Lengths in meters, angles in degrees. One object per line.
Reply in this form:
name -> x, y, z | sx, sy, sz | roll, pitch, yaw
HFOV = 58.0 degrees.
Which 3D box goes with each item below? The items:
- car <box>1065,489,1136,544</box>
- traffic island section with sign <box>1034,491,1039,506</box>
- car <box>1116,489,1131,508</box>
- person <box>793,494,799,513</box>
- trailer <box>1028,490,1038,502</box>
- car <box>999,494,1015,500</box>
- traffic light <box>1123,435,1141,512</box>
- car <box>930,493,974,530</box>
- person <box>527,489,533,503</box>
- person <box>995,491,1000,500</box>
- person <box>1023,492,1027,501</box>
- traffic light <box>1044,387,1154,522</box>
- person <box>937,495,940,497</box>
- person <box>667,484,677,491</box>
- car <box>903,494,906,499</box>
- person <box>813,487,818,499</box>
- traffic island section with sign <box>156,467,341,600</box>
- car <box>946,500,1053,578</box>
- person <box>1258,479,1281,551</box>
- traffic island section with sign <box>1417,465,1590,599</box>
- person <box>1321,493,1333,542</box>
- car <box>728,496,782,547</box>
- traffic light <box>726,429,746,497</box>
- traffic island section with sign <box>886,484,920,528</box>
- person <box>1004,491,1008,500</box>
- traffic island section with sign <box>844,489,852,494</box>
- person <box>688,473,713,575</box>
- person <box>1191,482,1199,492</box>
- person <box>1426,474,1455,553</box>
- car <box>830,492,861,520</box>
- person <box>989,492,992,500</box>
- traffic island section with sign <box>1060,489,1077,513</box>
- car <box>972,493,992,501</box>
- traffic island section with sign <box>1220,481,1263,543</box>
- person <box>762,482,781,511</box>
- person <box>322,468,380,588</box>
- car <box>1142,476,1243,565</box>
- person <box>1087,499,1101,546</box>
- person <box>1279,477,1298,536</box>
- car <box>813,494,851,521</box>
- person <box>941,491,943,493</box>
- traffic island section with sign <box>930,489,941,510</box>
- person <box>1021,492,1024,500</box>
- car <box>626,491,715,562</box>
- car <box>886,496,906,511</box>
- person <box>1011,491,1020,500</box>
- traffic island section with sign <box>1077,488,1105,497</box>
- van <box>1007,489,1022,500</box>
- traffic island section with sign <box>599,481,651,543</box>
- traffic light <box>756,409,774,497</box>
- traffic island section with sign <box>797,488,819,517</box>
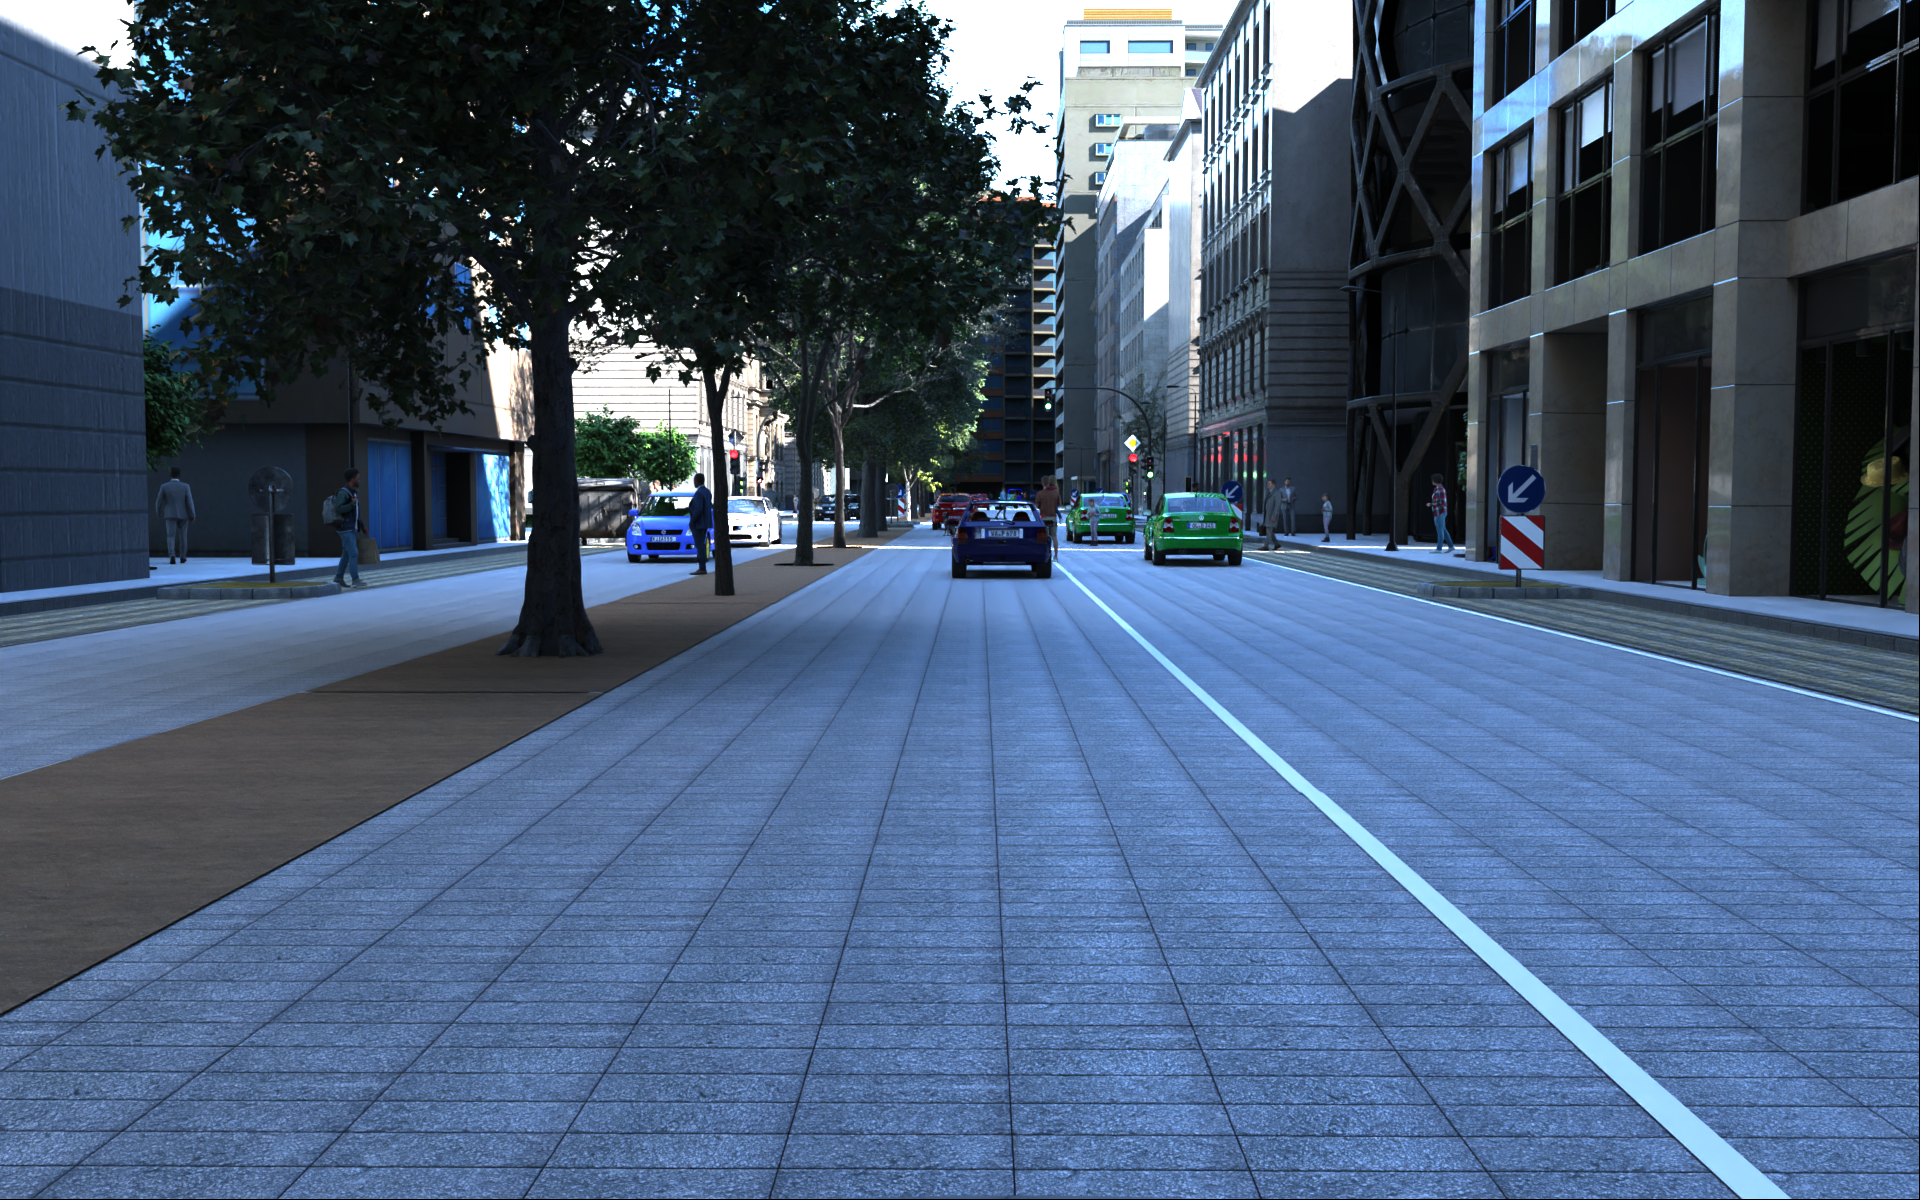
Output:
car -> 4.143, -2.610, 51.476 | 1.959, 1.807, 4.718 | 0, 4, -1
traffic island section with sign -> 9.583, -12.376, 210.982 | 1.989, 1.847, 2.006 | 0, 4, 1
car -> 8.107, -4.965, 90.769 | 1.945, 1.707, 3.694 | 0, 4, 1
person -> -10.962, -6.434, 115.518 | 0.425, 1.301, 0.394 | 1, 4, 18
trailer -> 9.456, -13.174, 222.448 | 1.471, 1.999, 3.904 | 0, 4, 1
car -> 4.914, -10.258, 176.517 | 1.959, 1.807, 4.718 | 0, 4, -1
traffic light -> 8.142, -5.688, 81.923 | 0.839, 4.253, 0.868 | 0, 4, 1
car -> -0.169, -3.786, 70.934 | 2.155, 1.783, 4.494 | 0, 4, 2
person -> -15.148, -3.449, 62.421 | 0.713, 1.824, 0.794 | 2, 4, 29
person -> 5.212, -13.459, 228.691 | 1.348, 1.807, 0.705 | 2, 4, 27
person -> 6.466, -9.847, 170.961 | 0.593, 1.643, 0.415 | 3, 5, 41
traffic light -> 5.963, -6.064, 73.820 | 4.771, 5.953, 1.251 | 0, 4, 1
person -> -2.399, -11.475, 197.049 | 0.756, 1.711, 0.436 | -3, 5, -44
person -> -13.482, -4.599, 81.418 | 0.511, 1.800, 0.466 | -3, 5, -40
car -> -5.045, -9.305, 160.940 | 1.959, 1.807, 4.718 | 0, 3, 0
person -> -10.939, -7.633, 130.937 | 0.391, 1.810, 0.635 | -3, 5, -43
traffic island section with sign -> -9.861, -0.960, 24.319 | 1.989, 1.847, 2.006 | 0, 4, 1
car -> 0.717, -1.121, 30.903 | 1.945, 1.354, 3.894 | 0, 4, 0
person -> 7.830, -2.152, 43.784 | 0.767, 1.812, 0.694 | -1, 4, -17
traffic island section with sign -> 7.568, -0.967, 24.435 | 1.989, 1.847, 2.006 | 0, 4, 1
person -> 9.793, -2.202, 46.320 | 0.394, 1.301, 0.425 | -2, 4, -31
car -> -6.049, -2.192, 48.197 | 2.083, 1.381, 4.827 | 0, 4, 0
traffic light -> -9.605, -5.211, 74.113 | 0.839, 4.253, 0.868 | 0, 4, 1
traffic island section with sign -> -2.903, -4.506, 81.817 | 2.006, 1.907, 1.989 | 0, 4, 1
person -> 4.266, -9.377, 162.725 | 0.541, 1.710, 0.530 | -3, 5, -39
traffic island section with sign -> -8.673, -7.673, 134.084 | 1.989, 1.847, 2.006 | 0, 4, 1
person -> -4.602, -1.350, 30.756 | 0.419, 1.800, 0.721 | 0, 4, 3
person -> 7.888, -3.032, 58.062 | 0.794, 1.824, 0.713 | -3, 5, -43
person -> 10.407, -1.870, 37.451 | 0.643, 1.720, 0.563 | 1, 4, 12
car -> -6.312, -5.356, 97.355 | 2.009, 1.686, 4.222 | 0, 4, 3
person -> 3.904, -13.335, 227.249 | 0.721, 1.735, 1.217 | -2, 4, -33
traffic island section with sign -> 8.760, -7.690, 134.359 | 1.989, 1.847, 2.006 | 0, 4, 1
car -> 1.734, -8.825, 153.327 | 2.155, 1.783, 4.494 | 0, 4, 1
traffic island section with sign -> 7.855, -2.618, 51.438 | 1.989, 1.847, 2.006 | 0, 4, 1
person -> -6.044, -2.861, 55.373 | 0.635, 1.810, 0.391 | -2, 4, -28
person -> -9.213, -1.086, 26.247 | 0.713, 1.824, 0.794 | 1, 4, 14
car -> 4.818, -1.673, 36.155 | 1.959, 1.807, 4.718 | 0, 4, 2
person -> 3.694, -2.146, 47.860 | 0.425, 1.301, 0.394 | 1, 4, 16
person -> 10.028, -2.853, 52.895 | 0.606, 1.804, 0.583 | 0, 4, 2
car -> -6.803, -5.073, 92.722 | 2.009, 1.686, 4.222 | 0, 4, 0
person -> -1.803, -10.649, 183.325 | 1.217, 1.735, 0.721 | 2, 4, 35
traffic island section with sign -> -2.101, -9.102, 156.951 | 2.006, 1.907, 1.989 | 0, 4, 1
person -> 7.204, -11.770, 201.735 | 0.445, 1.727, 0.742 | -1, 4, -10
car -> -6.136, -1.707, 37.507 | 1.945, 1.707, 3.694 | 0, 4, -1
car -> -5.302, -8.047, 141.785 | 2.015, 1.641, 3.980 | 0, 4, 2
person -> 5.423, -9.739, 168.454 | 1.217, 1.735, 0.721 | -3, 5, -44
traffic island section with sign -> 8.445, -5.994, 106.634 | 1.989, 1.847, 2.006 | 0, 4, 1
van -> 6.740, -12.900, 215.303 | 2.240, 2.365, 5.245 | 0, 4, -1
traffic island section with sign -> -9.557, -2.623, 51.513 | 1.989, 1.847, 2.006 | 0, 4, 1
traffic light -> -7.426, -6.571, 82.110 | 4.771, 5.953, 1.251 | 0, 4, 1
traffic island section with sign -> -8.961, -6.006, 106.831 | 1.989, 1.847, 2.006 | 0, 4, 1
